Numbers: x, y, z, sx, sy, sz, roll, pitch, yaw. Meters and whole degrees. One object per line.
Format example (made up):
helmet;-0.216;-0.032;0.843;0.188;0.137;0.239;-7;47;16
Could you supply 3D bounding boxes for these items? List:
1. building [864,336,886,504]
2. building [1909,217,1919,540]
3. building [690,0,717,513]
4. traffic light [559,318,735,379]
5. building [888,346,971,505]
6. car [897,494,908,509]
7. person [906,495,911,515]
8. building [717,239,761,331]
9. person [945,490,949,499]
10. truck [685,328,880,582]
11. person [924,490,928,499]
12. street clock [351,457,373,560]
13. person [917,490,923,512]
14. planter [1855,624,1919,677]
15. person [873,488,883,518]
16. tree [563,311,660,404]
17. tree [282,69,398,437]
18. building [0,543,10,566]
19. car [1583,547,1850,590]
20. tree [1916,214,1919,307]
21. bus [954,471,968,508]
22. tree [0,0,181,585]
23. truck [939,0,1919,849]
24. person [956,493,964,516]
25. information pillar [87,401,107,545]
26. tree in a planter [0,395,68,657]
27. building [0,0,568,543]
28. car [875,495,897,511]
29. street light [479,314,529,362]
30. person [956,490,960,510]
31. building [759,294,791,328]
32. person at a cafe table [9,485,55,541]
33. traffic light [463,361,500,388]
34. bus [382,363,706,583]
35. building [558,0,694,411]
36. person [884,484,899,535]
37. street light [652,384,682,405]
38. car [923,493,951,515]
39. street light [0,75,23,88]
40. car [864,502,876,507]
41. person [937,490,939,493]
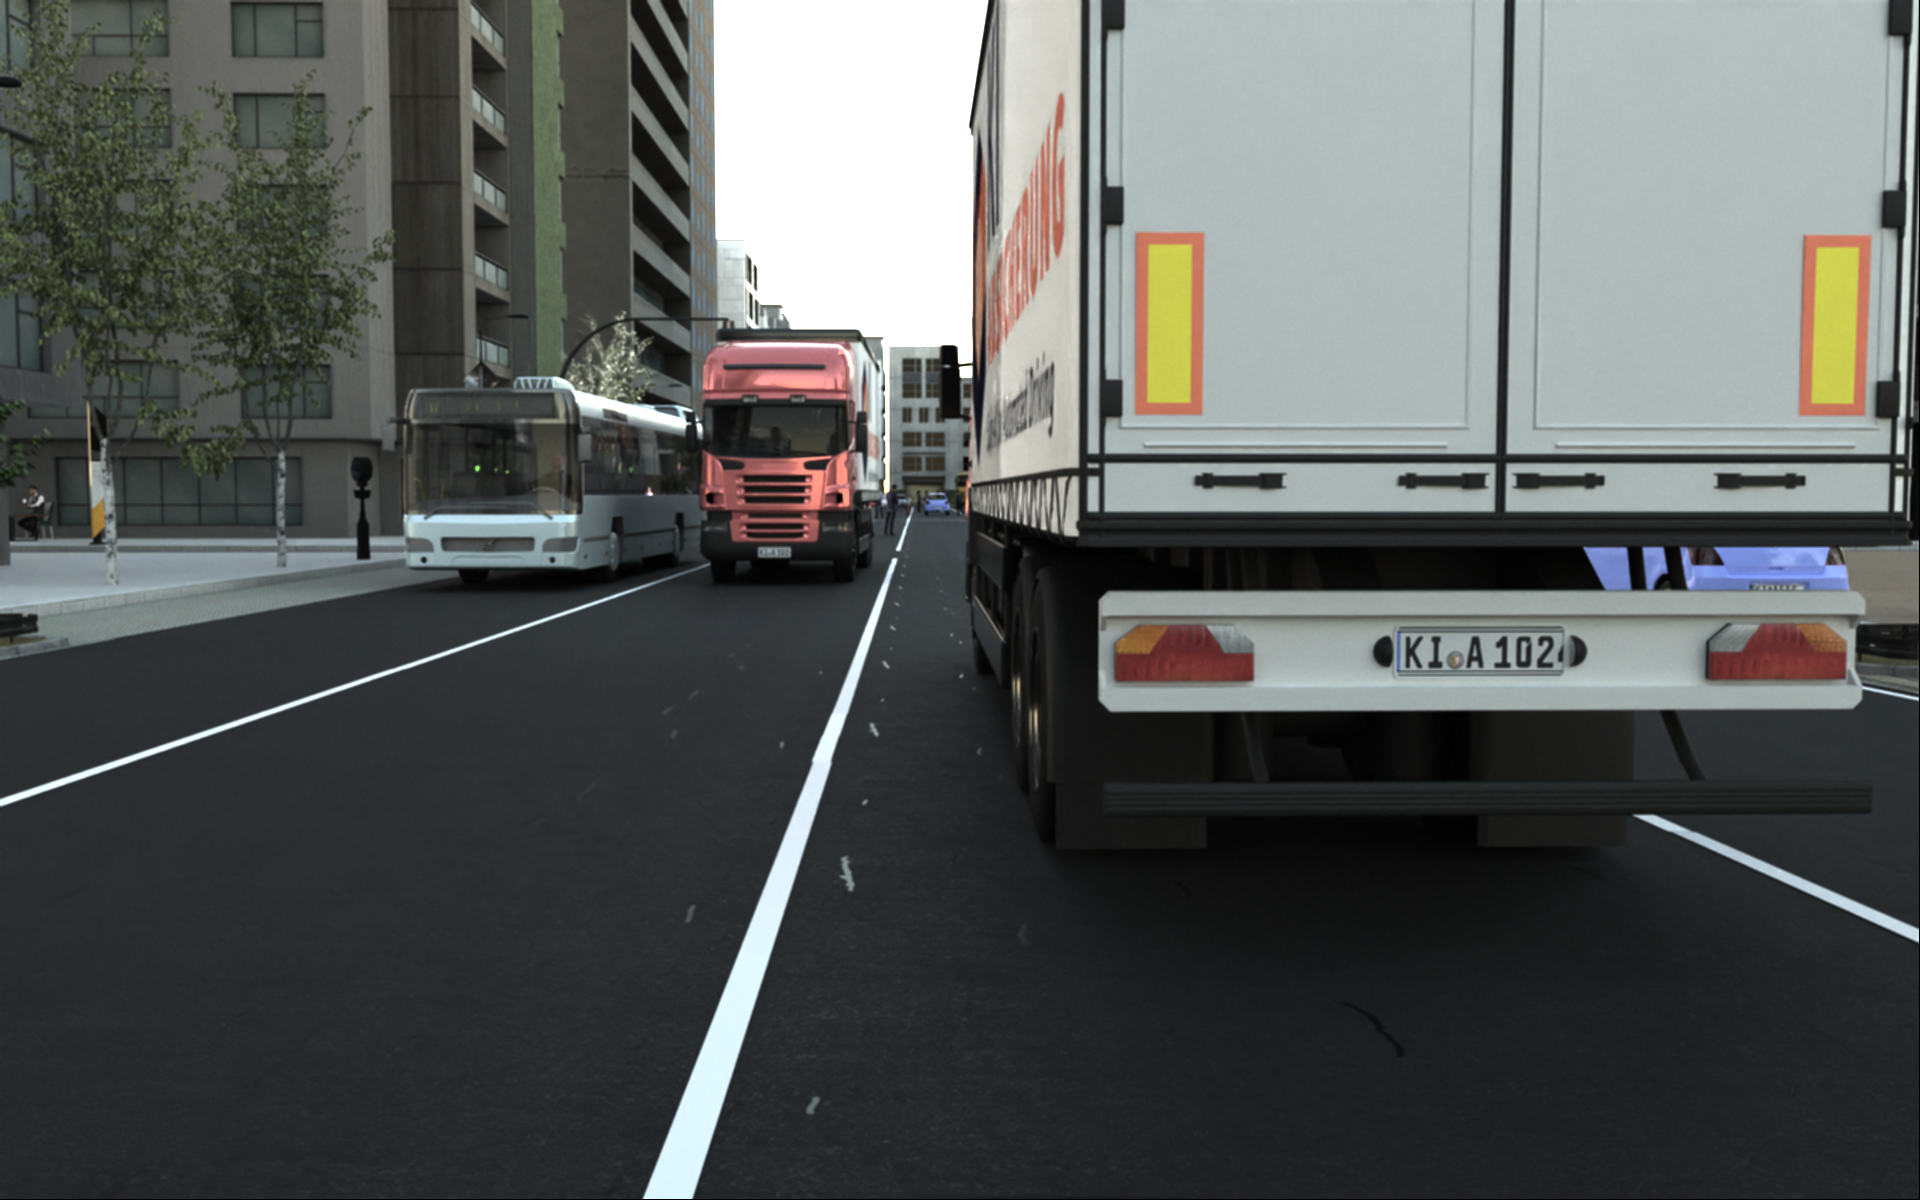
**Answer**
building;-14.907;-21.836;213.439;11.380;20.091;16.016;0;4;-1
building;27.461;-37.716;54.908;20.611;71.187;20.563;0;4;-1
building;-23.277;-28.146;110.300;14.600;45.320;14.200;0;4;-1
traffic light;-8.198;-4.284;44.705;4.771;5.953;1.251;0;4;-1
building;7.001;-21.316;214.965;31.486;18.905;16.747;0;4;-1
car;-5.859;-9.420;166.021;2.014;1.417;4.499;0;4;0
person;-3.473;-6.332;115.935;0.340;1.345;0.435;1;4;14
building;-31.043;-17.880;136.311;27.936;21.610;32.646;0;4;-1
person;-1.187;-8.565;149.067;0.617;1.759;0.750;-1;4;-12
truck;-2.909;-2.613;31.638;2.839;4.237;11.283;0;4;0
person;-3.429;-10.225;175.677;0.705;1.824;1.348;-1;4;-10
street clock;-11.724;-1.799;33.989;0.358;2.002;0.471;-3;5;-45
person;-3.215;-7.941;139.059;0.721;1.735;1.217;1;4;17
planter;7.971;0.417;14.326;1.991;0.319;1.994;0;4;-1
person;-4.818;-5.689;101.391;0.709;1.838;0.599;-2;4;-35
tree;-14.095;-7.246;68.829;4.360;8.622;3.978;0;3;0
tree;-12.046;-4.905;30.555;4.737;8.622;4.395;0;3;0
building;-22.979;-20.978;26.589;14.086;41.232;14.154;0;4;-1
car;7.697;-0.532;18.291;1.945;1.707;3.694;0;4;-3
tree;10.660;-5.572;25.511;8.767;10.594;7.601;0;4;-7
bus;0.796;-11.875;185.703;2.896;3.916;12.252;0;4;-1
tree;-11.936;-4.512;24.132;4.737;8.622;4.395;0;3;0
truck;1.366;-1.316;10.432;2.839;4.237;11.283;0;4;-2
person;-0.080;-6.378;115.472;0.574;1.496;0.600;-2;4;-33
information pillar;-21.798;-3.208;43.811;0.183;3.616;0.504;2;4;28
tree in a planter;-9.298;-1.121;15.552;1.991;3.239;1.994;0;4;-1
building;-21.067;-22.709;54.891;14.154;41.232;14.086;0;4;-1
car;-6.170;-8.097;144.753;2.083;1.381;4.827;0;4;-2
street light;-11.787;-4.413;44.687;1.470;5.913;1.316;0;4;-1
person;-0.178;-9.096;157.206;0.705;1.826;1.348;0;4;-7
building;-24.209;-19.171;169.864;16.016;20.091;11.380;0;4;-1
person at a cafe table;-25.834;-2.398;47.726;1.698;1.524;1.622;2;4;29
traffic light;-10.092;-2.918;36.637;0.839;4.253;0.868;0;4;-1
bus;-6.788;-2.193;30.715;2.948;3.499;13.247;0;4;0
building;-25.156;-28.171;84.297;21.300;48.544;21.600;0;4;-1
person;-2.365;-3.150;60.453;0.683;1.767;0.568;2;4;34
street light;-12.416;-6.159;73.237;1.470;5.913;1.316;0;4;-1
car;-1.582;-6.639;118.146;1.945;1.707;3.694;0;4;-2
street light;-11.107;-2.863;19.359;1.470;5.913;1.316;0;4;-1
car;-4.309;-3.531;66.768;2.155;1.783;4.494;0;4;-1
person;-1.704;-7.986;139.787;0.721;1.735;1.217;3;5;42
